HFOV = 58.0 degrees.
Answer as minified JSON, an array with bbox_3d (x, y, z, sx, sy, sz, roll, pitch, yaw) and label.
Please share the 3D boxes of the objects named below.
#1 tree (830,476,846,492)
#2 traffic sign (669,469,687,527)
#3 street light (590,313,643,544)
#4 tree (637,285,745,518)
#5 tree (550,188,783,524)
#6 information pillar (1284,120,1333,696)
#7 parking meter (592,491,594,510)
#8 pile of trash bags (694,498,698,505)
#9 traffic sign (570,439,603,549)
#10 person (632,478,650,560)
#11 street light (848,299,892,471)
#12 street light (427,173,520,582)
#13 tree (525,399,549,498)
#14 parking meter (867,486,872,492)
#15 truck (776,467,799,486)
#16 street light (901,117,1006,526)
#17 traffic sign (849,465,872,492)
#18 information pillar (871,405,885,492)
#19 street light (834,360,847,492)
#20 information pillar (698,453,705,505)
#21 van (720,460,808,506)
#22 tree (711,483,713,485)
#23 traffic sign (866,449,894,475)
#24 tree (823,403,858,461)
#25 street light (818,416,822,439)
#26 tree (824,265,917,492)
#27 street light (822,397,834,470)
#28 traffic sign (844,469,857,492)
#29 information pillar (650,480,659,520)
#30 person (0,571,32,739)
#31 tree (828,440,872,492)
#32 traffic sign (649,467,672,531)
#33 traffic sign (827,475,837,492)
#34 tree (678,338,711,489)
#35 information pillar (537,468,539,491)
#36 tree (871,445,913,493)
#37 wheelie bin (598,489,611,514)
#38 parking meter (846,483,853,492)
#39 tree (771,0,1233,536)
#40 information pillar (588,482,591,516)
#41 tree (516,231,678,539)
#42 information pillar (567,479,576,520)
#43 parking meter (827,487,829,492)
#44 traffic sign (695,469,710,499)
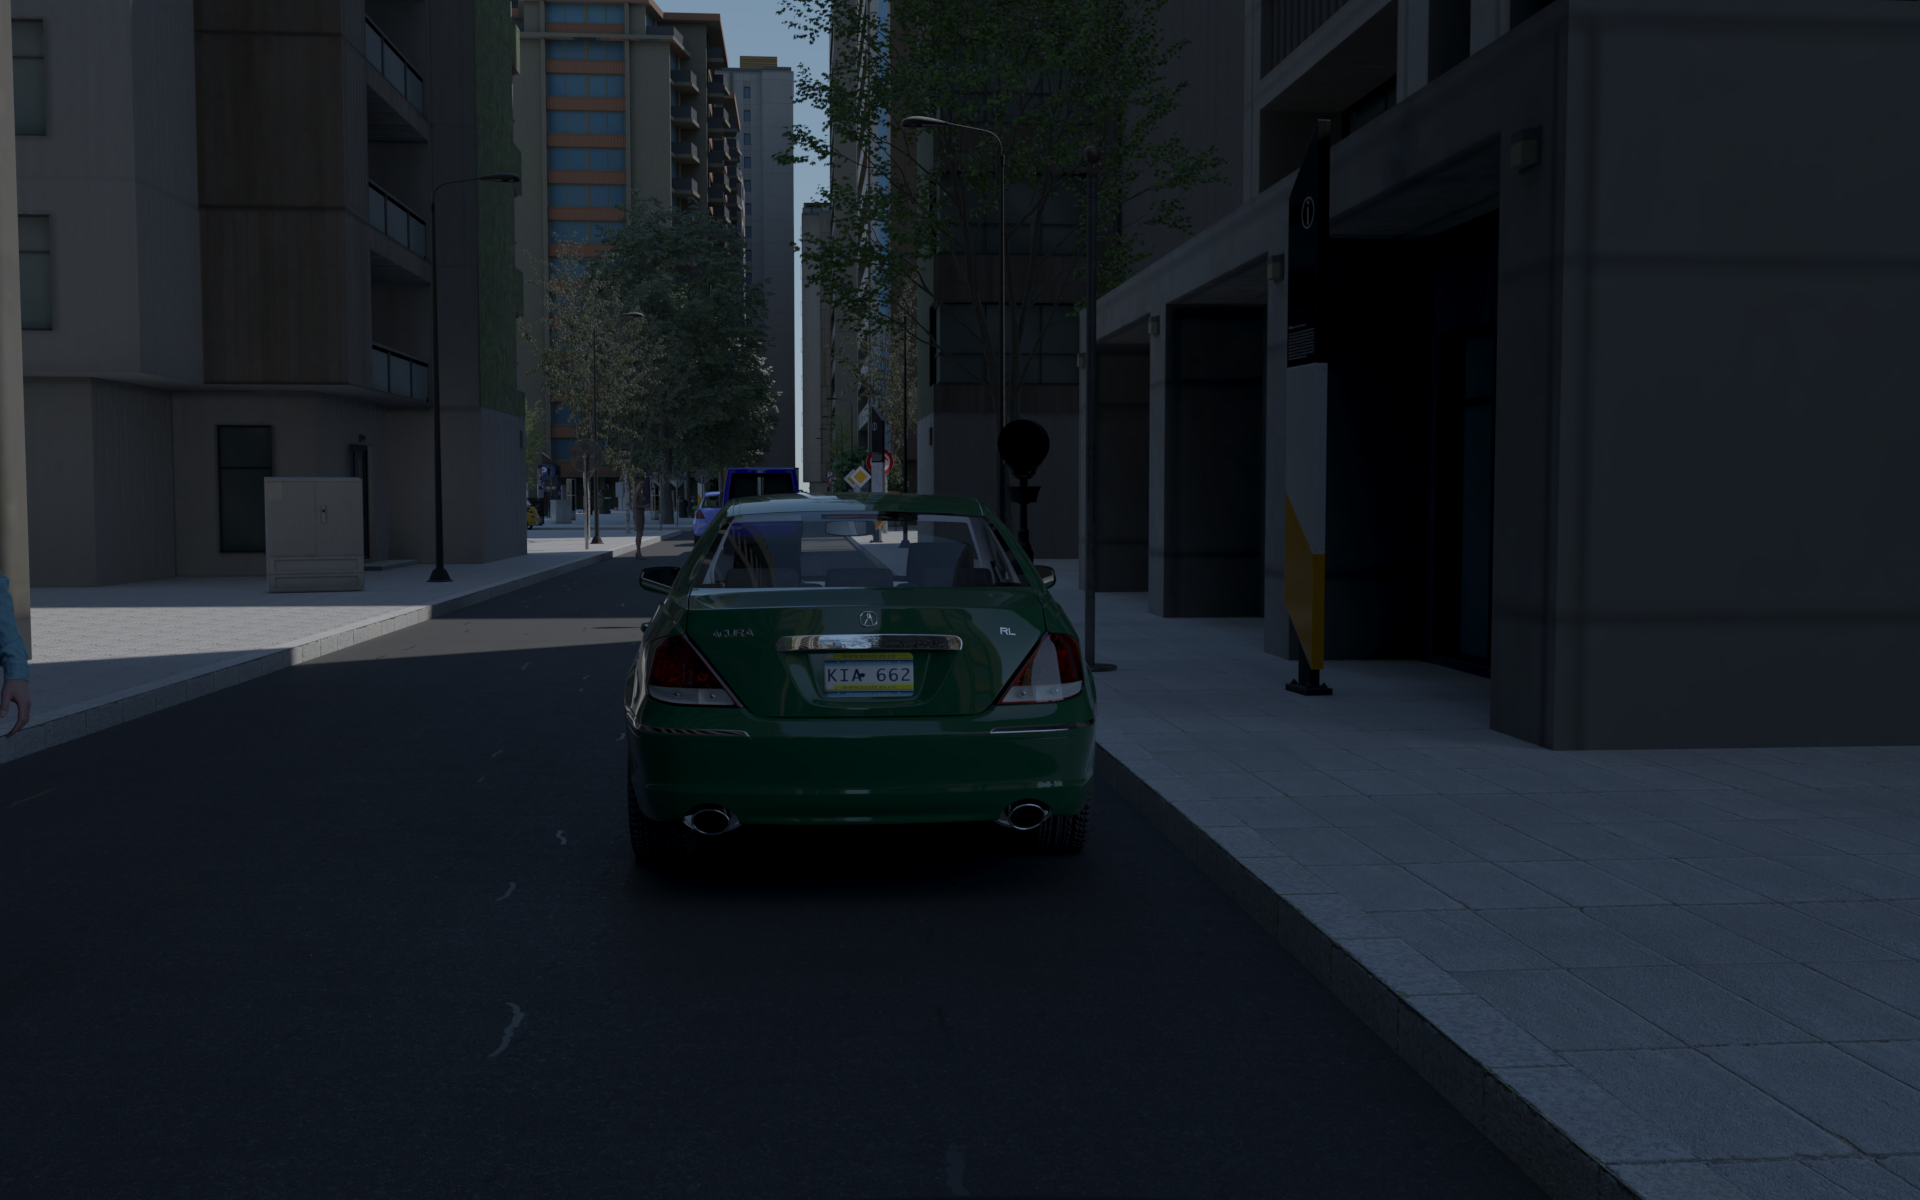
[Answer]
[{"bbox_3d":[-7.833,-7.323,114.329,1.663,3.219,1.824,0,3,0],"label":"tree"},{"bbox_3d":[-11.151,-3.953,68.277,0.795,2.450,0.064,0,4,-5],"label":"traffic sign"},{"bbox_3d":[-8.802,-4.396,44.424,1.470,5.913,1.316,0,4,-5],"label":"street light"},{"bbox_3d":[-15.060,-10.765,94.140,7.486,12.596,7.792,0,3,0],"label":"tree"},{"bbox_3d":[-12.469,-10.225,73.841,9.857,13.997,8.962,0,3,0],"label":"tree"},{"bbox_3d":[2.236,-1.211,11.154,0.183,3.616,0.504,-1,4,-11],"label":"information pillar"},{"bbox_3d":[-26.572,-7.120,124.827,0.372,1.533,0.369,0,3,0],"label":"parking meter"},{"bbox_3d":[-18.706,-7.437,131.352,1.912,1.369,3.447,3,5,42],"label":"pile of trash bags"},{"bbox_3d":[-8.664,-2.449,40.149,0.768,2.556,0.104,0,4,3],"label":"traffic sign"},{"bbox_3d":[-7.010,-1.788,38.076,0.374,1.781,0.599,0,4,5],"label":"person"},{"bbox_3d":[-1.841,-4.190,41.054,1.470,5.913,1.316,0,4,-5],"label":"street light"},{"bbox_3d":[-7.068,-3.220,25.194,1.470,5.913,1.316,0,4,-5],"label":"street light"},{"bbox_3d":[-32.232,-10.870,128.094,4.737,8.622,4.395,0,3,0],"label":"tree"},{"bbox_3d":[-2.743,-2.816,54.460,0.372,1.533,0.369,0,3,0],"label":"parking meter"},{"bbox_3d":[-18.745,-12.128,187.205,2.839,4.237,11.283,0,4,-7],"label":"truck"},{"bbox_3d":[-0.022,-2.997,21.537,1.470,5.913,1.316,0,4,-5],"label":"street light"},{"bbox_3d":[-3.500,-3.505,60.941,0.795,2.450,0.064,0,4,-5],"label":"traffic sign"},{"bbox_3d":[-2.165,-3.322,45.661,0.183,3.616,0.504,-3,5,-40],"label":"information pillar"},{"bbox_3d":[-3.550,-5.367,60.286,1.470,5.913,1.316,0,4,-5],"label":"street light"},{"bbox_3d":[-13.292,-5.975,89.041,0.504,3.616,0.183,3,5,42],"label":"information pillar"},{"bbox_3d":[-4.858,-2.345,42.733,2.240,2.365,5.245,0,4,-6],"label":"van"},{"bbox_3d":[-16.347,-9.671,108.485,4.360,8.622,3.978,0,3,0],"label":"tree"},{"bbox_3d":[-2.216,-2.936,48.110,0.768,2.556,0.104,0,4,-1],"label":"traffic sign"},{"bbox_3d":[-9.091,-11.510,138.553,4.737,8.622,4.395,0,3,0],"label":"tree"},{"bbox_3d":[-7.550,-7.970,102.844,1.470,5.913,1.316,0,4,-5],"label":"street light"},{"bbox_3d":[-2.197,-6.466,56.089,4.360,8.622,3.978,0,3,0],"label":"tree"},{"bbox_3d":[-5.742,-6.777,83.353,1.470,5.913,1.316,0,4,-5],"label":"street light"},{"bbox_3d":[-4.234,-3.991,68.893,0.795,2.450,0.064,0,4,-5],"label":"traffic sign"},{"bbox_3d":[-15.011,-4.938,85.220,0.304,2.012,0.304,3,4,37],"label":"information pillar"},{"bbox_3d":[-2.804,0.233,4.547,0.638,1.841,0.748,-3,4,-38],"label":"person"},{"bbox_3d":[-6.421,-7.470,105.853,4.285,4.588,4.351,0,3,0],"label":"tree"},{"bbox_3d":[-10.417,-3.467,60.326,0.795,2.450,0.064,0,4,-5],"label":"traffic sign"},{"bbox_3d":[-8.596,-7.164,117.233,0.768,2.556,0.104,0,4,2],"label":"traffic sign"},{"bbox_3d":[-10.671,-6.448,55.784,4.360,8.622,3.978,0,3,0],"label":"tree"},{"bbox_3d":[-33.401,-8.952,137.724,0.504,3.616,0.183,2,4,35],"label":"information pillar"},{"bbox_3d":[-2.508,-4.520,68.501,1.663,3.219,1.824,0,3,0],"label":"tree"},{"bbox_3d":[-22.785,-6.292,110.777,0.693,1.594,0.980,3,4,37],"label":"wheelie bin"},{"bbox_3d":[-5.031,-4.499,79.265,0.399,1.863,0.255,0,4,-1],"label":"parking meter"},{"bbox_3d":[0.750,-6.291,28.612,9.928,11.665,9.643,0,3,0],"label":"tree"},{"bbox_3d":[-21.976,-5.979,102.255,0.304,2.012,0.304,-1,4,-13],"label":"information pillar"},{"bbox_3d":[-10.450,-6.007,48.577,4.360,8.622,3.978,0,3,0],"label":"tree"},{"bbox_3d":[-18.934,-4.884,84.341,0.304,2.012,0.304,2,4,30],"label":"information pillar"},{"bbox_3d":[-10.171,-7.867,134.333,0.255,1.863,0.399,-1,4,-9],"label":"parking meter"},{"bbox_3d":[-13.034,-5.353,87.627,0.768,2.556,0.104,0,4,0],"label":"traffic sign"}]
